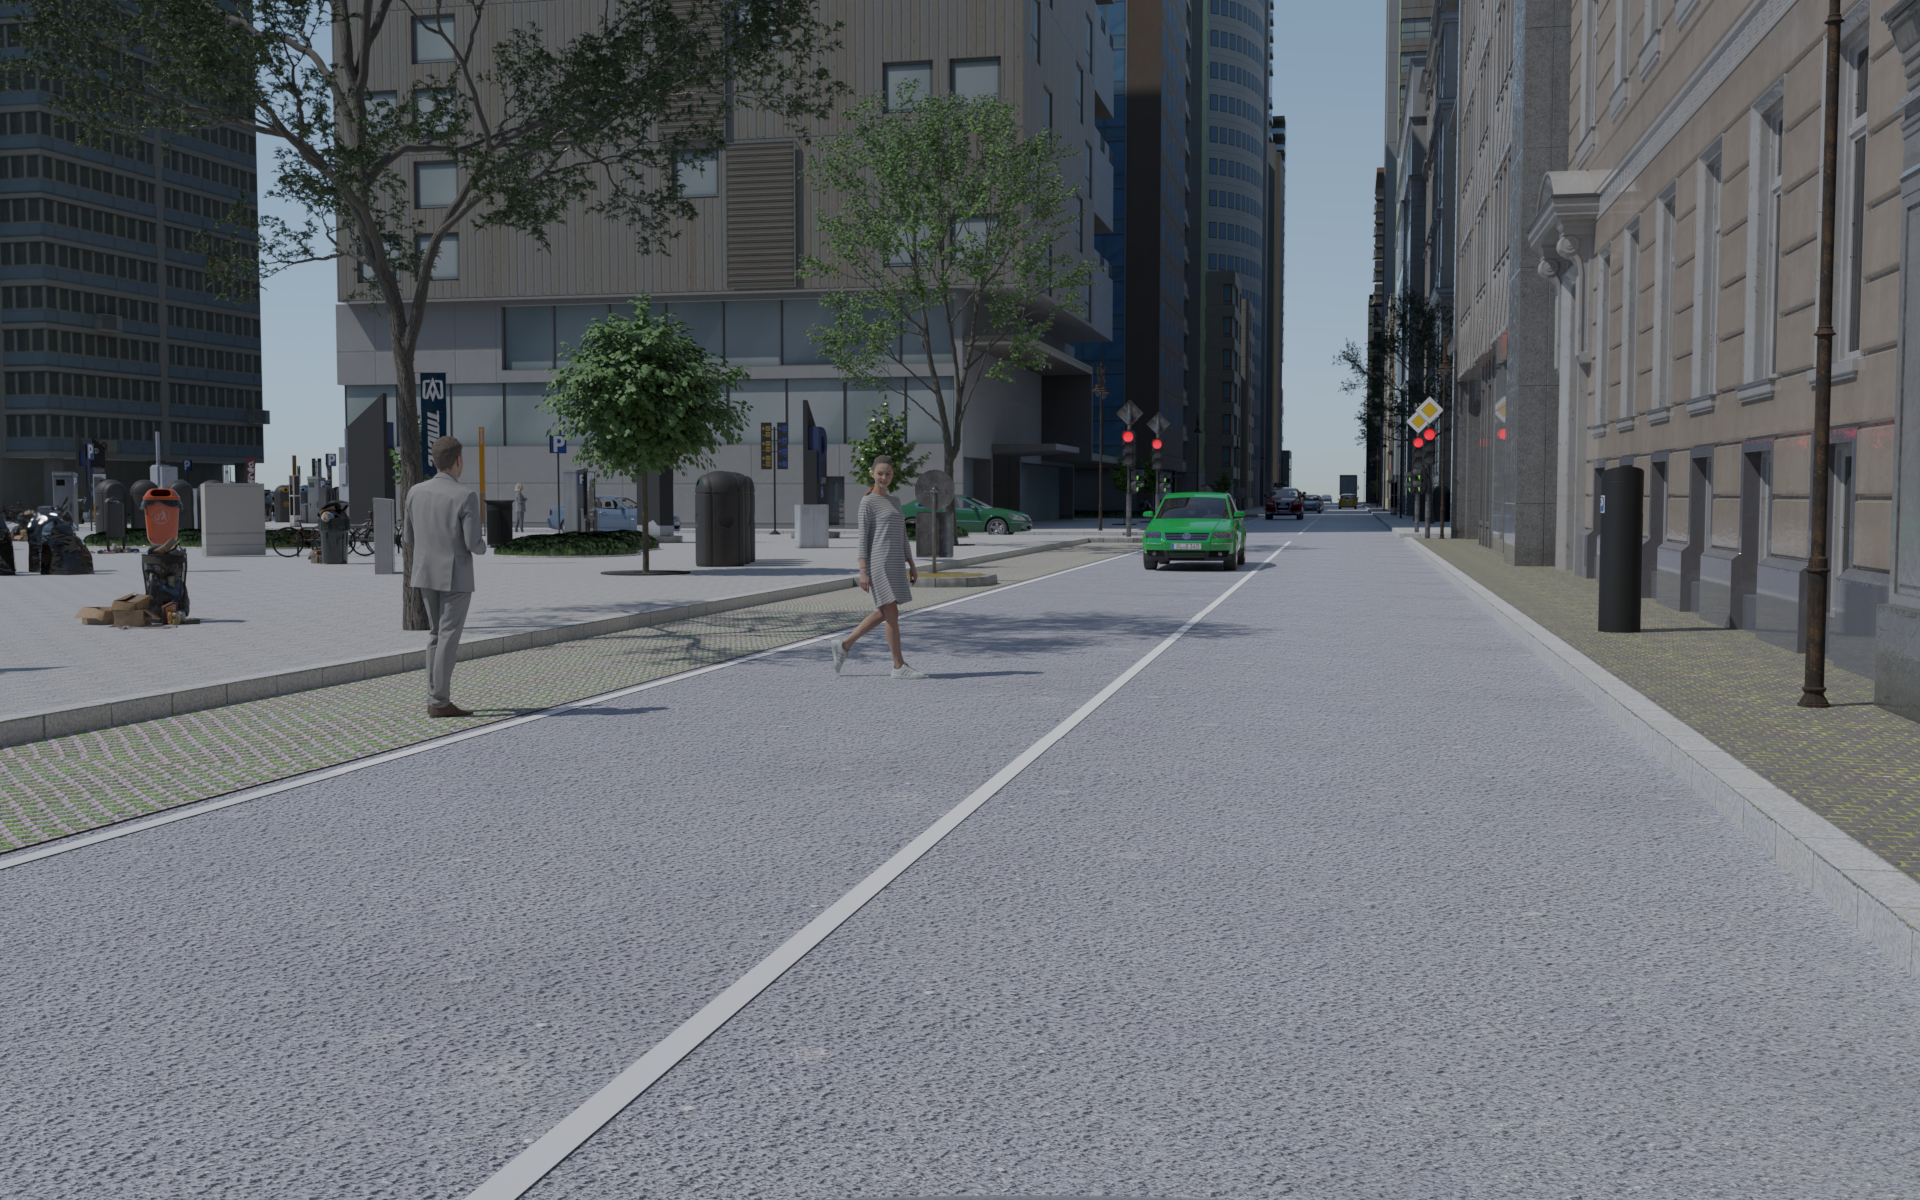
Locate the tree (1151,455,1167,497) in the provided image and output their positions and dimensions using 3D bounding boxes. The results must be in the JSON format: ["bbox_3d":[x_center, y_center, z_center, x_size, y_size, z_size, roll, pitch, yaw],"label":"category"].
[{"bbox_3d":[8.501,-5.116,78.241,1.663,3.219,1.824,0,3,0],"label":"tree"}]

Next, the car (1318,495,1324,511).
[{"bbox_3d":[29.757,-8.199,146.423,2.083,1.381,4.827,1,4,15],"label":"car"}]

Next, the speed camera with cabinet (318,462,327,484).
[{"bbox_3d":[-39.242,-6.820,105.844,0.660,3.252,2.038,0,4,5],"label":"speed camera with cabinet"}]

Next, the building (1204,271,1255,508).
[{"bbox_3d":[10.909,-18.726,151.208,27.650,21.520,28.899,1,4,13],"label":"building"}]

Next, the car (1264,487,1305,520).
[{"bbox_3d":[18.412,-5.474,98.172,2.281,1.827,5.304,1,4,13],"label":"car"}]

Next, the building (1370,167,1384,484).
[{"bbox_3d":[65.044,-34.925,225.643,22.147,44.769,28.867,1,4,13],"label":"building"}]

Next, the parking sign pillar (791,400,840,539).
[{"bbox_3d":[-4.199,-3.777,50.222,1.447,3.967,1.447,1,4,8],"label":"parking sign pillar"}]

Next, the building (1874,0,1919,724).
[{"bbox_3d":[8.162,-9.235,0.147,9.793,20.994,18.267,1,4,13],"label":"building"}]

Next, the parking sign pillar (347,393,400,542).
[{"bbox_3d":[-15.872,-3.563,46.723,1.447,3.967,1.447,2,4,25],"label":"parking sign pillar"}]

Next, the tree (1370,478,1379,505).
[{"bbox_3d":[51.183,-13.359,213.026,1.663,3.219,1.824,0,3,0],"label":"tree"}]

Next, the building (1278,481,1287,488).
[{"bbox_3d":[29.690,-33.753,243.735,32.217,40.220,23.993,1,4,13],"label":"building"}]

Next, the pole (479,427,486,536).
[{"bbox_3d":[-14.543,-3.602,52.740,0.158,3.312,0.155,0,3,0],"label":"pole"}]

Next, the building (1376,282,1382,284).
[{"bbox_3d":[75.805,-39.675,268.296,23.786,49.044,30.456,1,4,13],"label":"building"}]

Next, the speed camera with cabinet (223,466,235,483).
[{"bbox_3d":[-52.800,-7.913,123.721,2.038,3.252,0.660,1,4,18],"label":"speed camera with cabinet"}]

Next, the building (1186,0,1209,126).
[{"bbox_3d":[10.004,-26.912,123.613,14.154,41.232,14.086,1,4,13],"label":"building"}]

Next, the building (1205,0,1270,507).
[{"bbox_3d":[20.214,-38.851,177.208,21.231,58.520,28.212,1,4,13],"label":"building"}]

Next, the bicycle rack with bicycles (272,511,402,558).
[{"bbox_3d":[-12.616,-1.396,36.202,2.925,0.926,2.852,-1,4,-10],"label":"bicycle rack with bicycles"}]

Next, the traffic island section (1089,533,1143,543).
[{"bbox_3d":[5.035,-1.811,51.899,2.009,0.180,2.903,1,4,13],"label":"traffic island section"}]

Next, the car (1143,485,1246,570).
[{"bbox_3d":[4.644,-1.542,34.011,1.959,1.807,4.718,1,4,12],"label":"car"}]

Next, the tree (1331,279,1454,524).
[{"bbox_3d":[20.281,-8.620,75.357,7.601,10.594,8.767,3,4,37],"label":"tree"}]

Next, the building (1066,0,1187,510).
[{"bbox_3d":[5.668,-27.627,101.809,14.600,45.320,14.200,1,4,13],"label":"building"}]

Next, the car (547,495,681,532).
[{"bbox_3d":[-11.693,-2.856,58.695,4.499,1.417,2.014,1,4,11],"label":"car"}]

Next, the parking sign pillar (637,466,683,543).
[{"bbox_3d":[-8.044,-3.495,45.615,1.447,3.967,1.447,-3,4,-37],"label":"parking sign pillar"}]

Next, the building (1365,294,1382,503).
[{"bbox_3d":[65.534,-29.154,248.366,14.160,30.474,14.107,1,4,13],"label":"building"}]

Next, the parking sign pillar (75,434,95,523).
[{"bbox_3d":[-39.430,-5.486,78.175,1.447,3.967,1.447,0,4,-8],"label":"parking sign pillar"}]

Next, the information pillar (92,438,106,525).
[{"bbox_3d":[-35.513,-4.898,71.439,0.504,3.616,0.183,-2,4,-26],"label":"information pillar"}]

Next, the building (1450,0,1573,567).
[{"bbox_3d":[17.877,-13.478,38.382,12.078,24.808,19.932,1,4,13],"label":"building"}]

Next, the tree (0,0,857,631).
[{"bbox_3d":[-5.105,-5.015,16.403,8.767,10.594,7.601,0,4,0],"label":"tree"}]

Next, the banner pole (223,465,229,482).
[{"bbox_3d":[-53.323,-8.305,125.800,0.863,3.779,0.401,3,4,37],"label":"banner pole"}]

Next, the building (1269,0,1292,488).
[{"bbox_3d":[40.693,-58.471,268.673,22.319,86.520,31.000,1,4,13],"label":"building"}]

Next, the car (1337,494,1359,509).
[{"bbox_3d":[37.136,-9.518,165.842,2.015,1.641,3.980,1,4,14],"label":"car"}]

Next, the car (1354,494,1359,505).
[{"bbox_3d":[51.862,-13.331,229.763,2.131,1.459,4.920,1,4,14],"label":"car"}]

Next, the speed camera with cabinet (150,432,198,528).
[{"bbox_3d":[-24.763,-3.696,54.763,2.038,3.252,0.660,2,4,34],"label":"speed camera with cabinet"}]

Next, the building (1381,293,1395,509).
[{"bbox_3d":[53.630,-19.278,160.237,27.650,21.520,28.899,1,4,13],"label":"building"}]

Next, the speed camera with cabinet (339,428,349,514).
[{"bbox_3d":[-17.844,-3.522,51.919,2.038,3.252,0.660,3,5,41],"label":"speed camera with cabinet"}]

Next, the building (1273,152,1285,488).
[{"bbox_3d":[34.283,-35.040,223.022,14.600,45.320,14.200,1,4,13],"label":"building"}]

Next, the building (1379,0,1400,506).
[{"bbox_3d":[56.735,-39.516,188.092,21.231,58.520,28.212,1,4,13],"label":"building"}]

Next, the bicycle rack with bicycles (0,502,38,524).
[{"bbox_3d":[-41.202,-3.773,75.077,2.925,0.926,2.852,-2,4,-33],"label":"bicycle rack with bicycles"}]

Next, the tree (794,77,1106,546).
[{"bbox_3d":[-0.221,-7.158,42.787,9.928,11.665,9.643,0,3,0],"label":"tree"}]

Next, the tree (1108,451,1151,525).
[{"bbox_3d":[6.946,-4.719,71.753,1.663,3.219,1.824,0,3,0],"label":"tree"}]

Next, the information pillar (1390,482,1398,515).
[{"bbox_3d":[26.468,-6.186,105.631,0.304,2.012,0.304,-2,4,-34],"label":"information pillar"}]

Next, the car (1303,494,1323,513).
[{"bbox_3d":[26.360,-7.255,130.629,2.014,1.417,4.499,1,4,13],"label":"car"}]

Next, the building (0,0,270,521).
[{"bbox_3d":[-52.465,-24.278,88.830,23.993,40.220,32.217,1,4,13],"label":"building"}]

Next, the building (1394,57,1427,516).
[{"bbox_3d":[34.696,-20.590,114.140,11.434,29.767,29.804,1,4,13],"label":"building"}]

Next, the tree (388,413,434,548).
[{"bbox_3d":[-12.833,-2.869,41.512,1.663,3.219,1.824,0,3,0],"label":"tree"}]

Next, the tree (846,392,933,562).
[{"bbox_3d":[-1.313,-2.347,32.973,1.663,3.219,1.824,0,3,0],"label":"tree"}]

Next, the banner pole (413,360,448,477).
[{"bbox_3d":[-9.688,-2.531,31.394,0.863,3.779,0.401,0,4,-1],"label":"banner pole"}]

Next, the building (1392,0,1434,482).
[{"bbox_3d":[42.259,-27.878,139.407,14.154,41.232,14.086,1,4,13],"label":"building"}]

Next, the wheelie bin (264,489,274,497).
[{"bbox_3d":[-47.190,-6.720,117.786,0.980,1.594,0.693,-2,4,-27],"label":"wheelie bin"}]

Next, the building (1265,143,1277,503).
[{"bbox_3d":[28.508,-31.432,197.515,14.154,41.232,14.086,1,4,13],"label":"building"}]

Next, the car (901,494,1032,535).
[{"bbox_3d":[-0.047,-2.784,57.314,4.920,1.459,2.131,1,4,11],"label":"car"}]

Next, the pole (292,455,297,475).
[{"bbox_3d":[-34.910,-5.936,90.902,0.158,3.312,0.155,0,3,0],"label":"pole"}]

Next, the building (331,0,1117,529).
[{"bbox_3d":[-8.043,-29.719,75.138,28.713,52.752,27.495,1,4,13],"label":"building"}]

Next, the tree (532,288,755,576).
[{"bbox_3d":[-5.134,-2.695,27.778,4.285,4.588,4.351,0,3,0],"label":"tree"}]

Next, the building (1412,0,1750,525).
[{"bbox_3d":[30.731,-18.552,89.224,13.634,28.700,20.117,1,4,13],"label":"building"}]

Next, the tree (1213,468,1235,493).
[{"bbox_3d":[19.369,-8.112,127.226,1.663,3.219,1.824,0,3,0],"label":"tree"}]

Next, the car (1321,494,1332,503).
[{"bbox_3d":[60.102,-16.619,284.079,2.083,1.381,4.827,1,4,12],"label":"car"}]

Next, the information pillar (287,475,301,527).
[{"bbox_3d":[-25.681,-3.816,66.883,0.304,2.012,0.304,2,4,35],"label":"information pillar"}]

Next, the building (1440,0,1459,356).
[{"bbox_3d":[27.033,-14.122,59.771,19.941,23.489,11.050,1,4,13],"label":"building"}]

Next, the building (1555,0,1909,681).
[{"bbox_3d":[14.338,-14.230,18.571,13.634,28.700,20.117,1,4,13],"label":"building"}]
